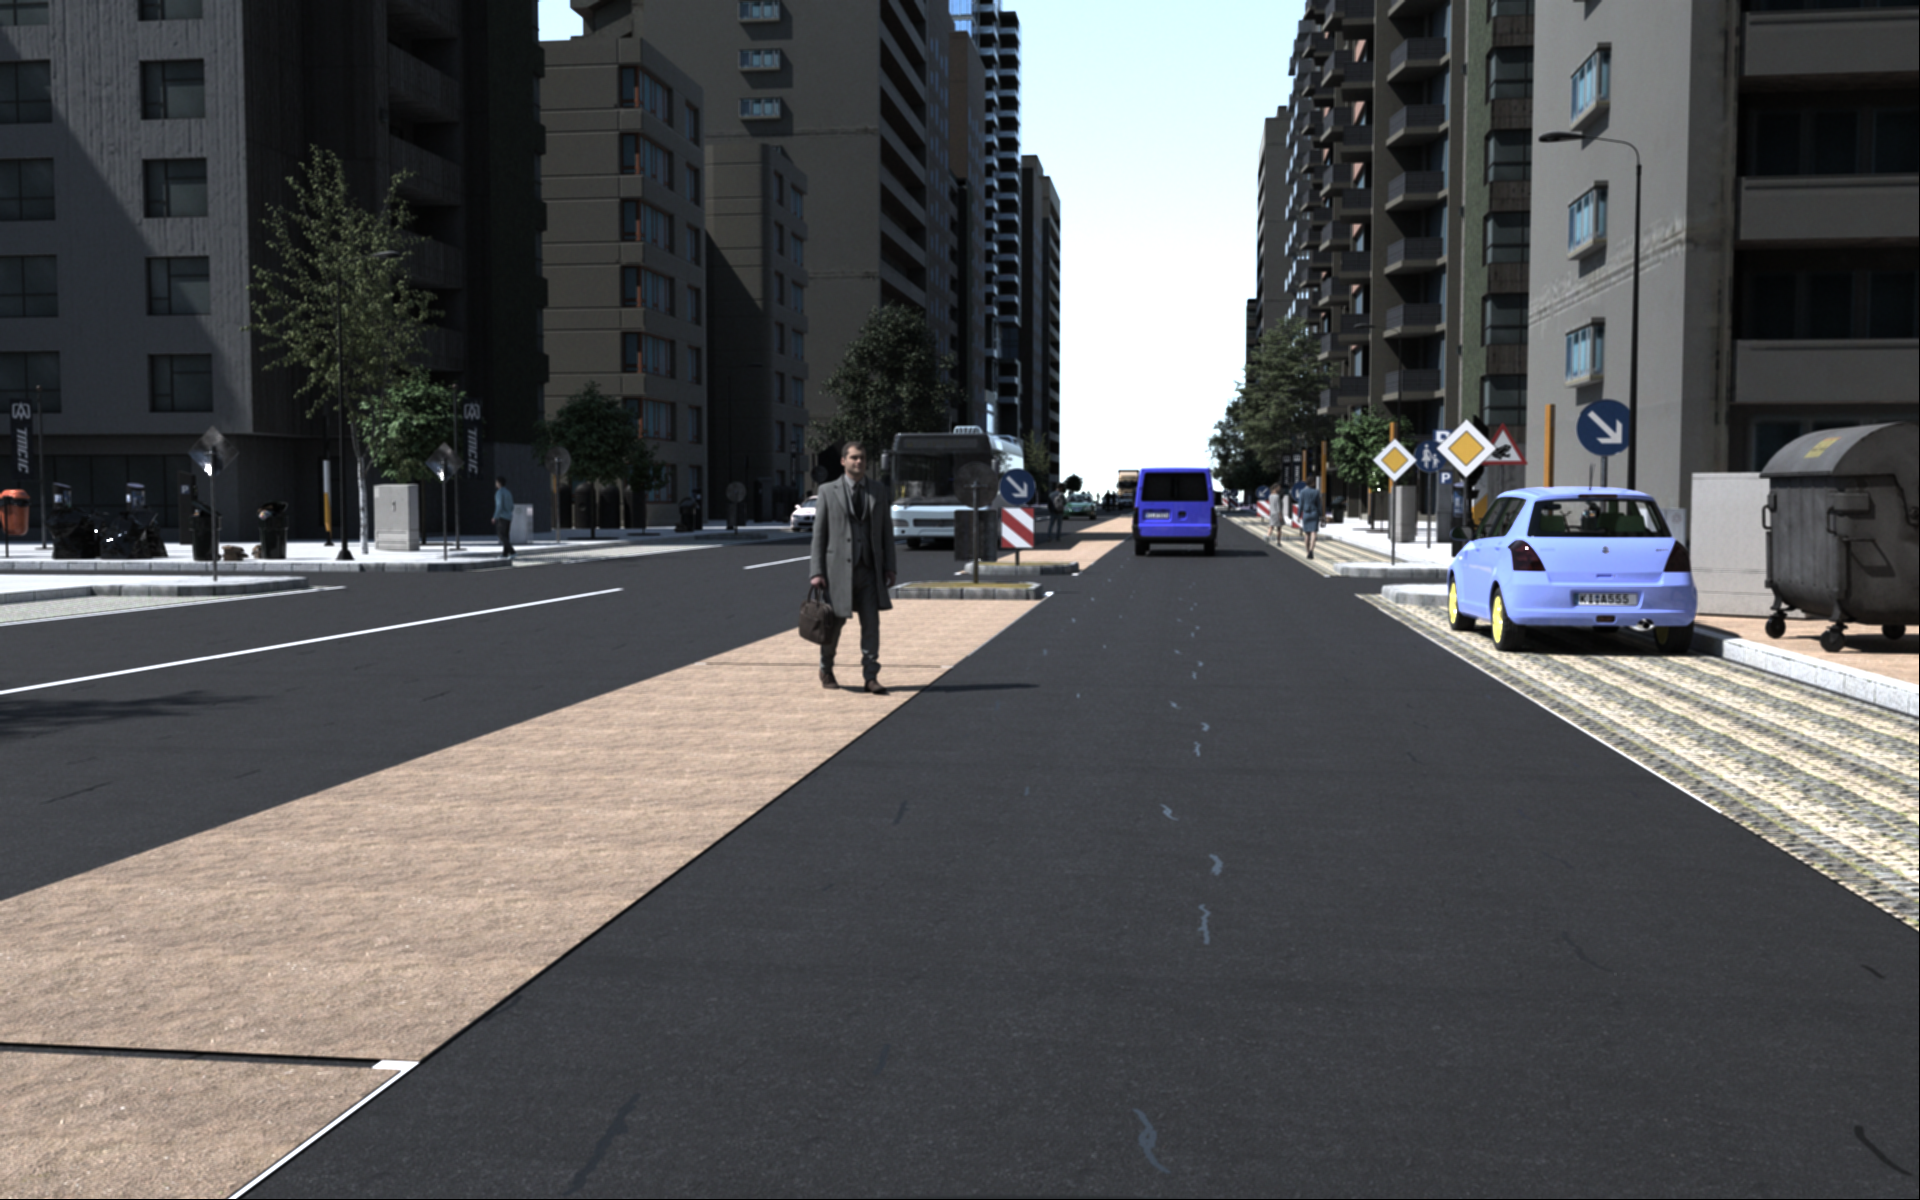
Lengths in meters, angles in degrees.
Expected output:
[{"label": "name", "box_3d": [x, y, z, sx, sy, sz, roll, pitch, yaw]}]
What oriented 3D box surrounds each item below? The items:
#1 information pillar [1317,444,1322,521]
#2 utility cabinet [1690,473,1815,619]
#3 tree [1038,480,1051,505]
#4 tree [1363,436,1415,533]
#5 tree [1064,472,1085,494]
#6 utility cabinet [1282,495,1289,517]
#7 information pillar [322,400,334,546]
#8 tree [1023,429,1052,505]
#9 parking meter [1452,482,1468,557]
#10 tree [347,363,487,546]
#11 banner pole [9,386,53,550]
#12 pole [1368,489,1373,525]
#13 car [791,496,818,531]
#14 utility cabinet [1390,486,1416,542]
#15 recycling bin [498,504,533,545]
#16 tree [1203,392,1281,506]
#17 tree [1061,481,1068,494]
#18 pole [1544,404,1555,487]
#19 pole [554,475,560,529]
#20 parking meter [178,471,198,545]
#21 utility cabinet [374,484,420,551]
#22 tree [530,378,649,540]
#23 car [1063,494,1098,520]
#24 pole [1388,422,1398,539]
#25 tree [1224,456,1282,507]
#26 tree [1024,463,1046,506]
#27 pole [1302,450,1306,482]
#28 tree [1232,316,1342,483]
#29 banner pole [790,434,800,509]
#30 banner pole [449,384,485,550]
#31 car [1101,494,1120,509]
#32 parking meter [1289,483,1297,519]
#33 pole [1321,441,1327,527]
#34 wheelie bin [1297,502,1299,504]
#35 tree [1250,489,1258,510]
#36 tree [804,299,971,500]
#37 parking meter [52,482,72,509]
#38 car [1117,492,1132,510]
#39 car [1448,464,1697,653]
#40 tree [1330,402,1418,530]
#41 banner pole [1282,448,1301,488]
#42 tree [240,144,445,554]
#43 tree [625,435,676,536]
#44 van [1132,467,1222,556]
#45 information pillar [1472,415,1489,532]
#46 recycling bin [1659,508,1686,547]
[{"label": "information pillar", "box_3d": [16.875, -5.497, 81.231, 0.183, 3.616, 0.504, 3, 5, 42]}, {"label": "utility cabinet", "box_3d": [8.254, -0.572, 18.026, 1.173, 1.500, 0.318, 3, 5, 43]}, {"label": "tree", "box_3d": [9.902, -13.109, 208.939, 1.663, 3.219, 1.824, 0, 3, 0]}, {"label": "tree", "box_3d": [13.957, -3.836, 57.328, 1.663, 3.219, 1.824, 0, 3, 0]}, {"label": "tree", "box_3d": [16.805, -16.600, 255.127, 4.285, 4.588, 4.351, 0, 3, 0]}, {"label": "utility cabinet", "box_3d": [18.676, -5.356, 98.726, 0.306, 1.237, 1.020, -1, 4, -8]}, {"label": "information pillar", "box_3d": [-15.642, -3.146, 42.795, 0.183, 3.616, 0.504, -1, 4, -12]}, {"label": "tree", "box_3d": [8.658, -14.994, 195.507, 4.737, 8.622, 4.395, 0, 3, 0]}, {"label": "parking meter", "box_3d": [10.212, -1.642, 35.252, 0.372, 1.533, 0.369, 0, 3, 0]}, {"label": "tree", "box_3d": [-13.599, -3.657, 43.505, 4.285, 4.588, 4.351, 0, 3, 0]}, {"label": "banner pole", "box_3d": [-21.421, -3.053, 39.927, 0.863, 3.779, 0.401, -3, 4, -39]}, {"label": "pole", "box_3d": [17.288, -4.831, 72.836, 0.158, 3.312, 0.155, 0, 3, 0]}, {"label": "car", "box_3d": [-5.270, -3.364, 67.361, 2.083, 1.381, 4.827, 0, 4, 8]}, {"label": "utility cabinet", "box_3d": [11.719, -2.272, 45.822, 0.318, 1.500, 1.173, 2, 4, 32]}, {"label": "recycling bin", "box_3d": [-11.205, -1.904, 43.679, 0.722, 1.027, 0.722, 0, 4, 0]}, {"label": "tree", "box_3d": [31.947, -16.939, 193.958, 9.611, 12.733, 9.660, 0, 3, 0]}, {"label": "tree", "box_3d": [14.181, -14.899, 238.194, 1.663, 3.219, 1.824, 0, 3, 0]}, {"label": "pole", "box_3d": [13.409, -2.789, 39.445, 0.158, 3.312, 0.155, 0, 3, 0]}, {"label": "pole", "box_3d": [-14.777, -4.259, 63.480, 0.158, 3.312, 0.155, 0, 3, 0]}, {"label": "parking meter", "box_3d": [-19.560, -2.335, 43.894, 0.399, 1.863, 0.255, 0, 4, -1]}, {"label": "utility cabinet", "box_3d": [-12.705, -1.856, 39.022, 1.173, 1.500, 0.318, 2, 4, 33]}, {"label": "tree", "box_3d": [-10.361, -4.002, 49.148, 4.285, 4.588, 4.351, 0, 3, 0]}, {"label": "car", "box_3d": [6.682, -5.224, 97.209, 2.131, 1.459, 4.920, 0, 4, 7]}, {"label": "pole", "box_3d": [12.300, -3.387, 49.215, 0.158, 3.312, 0.155, 0, 3, 0]}, {"label": "tree", "box_3d": [23.782, -9.323, 136.146, 4.285, 4.588, 4.351, 0, 3, 0]}, {"label": "tree", "box_3d": [7.291, -11.995, 179.825, 4.285, 4.588, 4.351, 0, 3, 0]}, {"label": "pole", "box_3d": [15.999, -5.302, 80.523, 0.158, 3.312, 0.155, 0, 3, 0]}, {"label": "tree", "box_3d": [20.922, -11.790, 110.898, 7.486, 12.596, 7.792, 0, 3, 0]}, {"label": "banner pole", "box_3d": [-6.843, -5.023, 72.149, 0.401, 3.779, 0.863, 2, 4, 25]}, {"label": "banner pole", "box_3d": [-11.314, -3.039, 39.698, 0.863, 3.779, 0.401, -3, 4, -36]}, {"label": "car", "box_3d": [14.613, -9.464, 166.539, 2.131, 1.459, 4.920, 0, 4, 6]}, {"label": "parking meter", "box_3d": [19.381, -5.809, 100.694, 0.399, 1.863, 0.255, 3, 5, 40]}, {"label": "pole", "box_3d": [13.987, -4.450, 66.600, 0.158, 3.312, 0.155, 0, 3, 0]}, {"label": "wheelie bin", "box_3d": [17.438, -4.887, 87.805, 0.693, 1.594, 0.980, 1, 4, 23]}, {"label": "tree", "box_3d": [24.079, -8.932, 140.632, 1.663, 3.219, 1.824, 0, 3, 0]}, {"label": "tree", "box_3d": [-3.947, -11.305, 101.848, 9.611, 12.733, 9.660, 0, 3, 0]}, {"label": "parking meter", "box_3d": [-19.398, -1.777, 37.458, 0.372, 1.533, 0.369, 0, 3, 0]}, {"label": "car", "box_3d": [15.225, -8.969, 156.431, 2.009, 1.686, 4.222, 1, 4, 9]}, {"label": "car", "box_3d": [5.843, -0.446, 16.890, 1.945, 1.707, 3.694, 0, 4, 6]}, {"label": "tree", "box_3d": [14.735, -4.781, 61.889, 4.285, 4.588, 4.351, 0, 3, 0]}, {"label": "banner pole", "box_3d": [17.935, -6.377, 94.283, 0.863, 3.779, 0.401, 0, 4, -6]}, {"label": "tree", "box_3d": [-12.773, -5.274, 36.588, 4.737, 8.622, 4.395, 0, 3, 0]}, {"label": "tree", "box_3d": [-9.941, -3.625, 53.877, 1.663, 3.219, 1.824, 0, 3, 0]}, {"label": "van", "box_3d": [5.235, -2.297, 41.944, 2.240, 2.365, 5.245, 0, 4, 8]}, {"label": "information pillar", "box_3d": [15.335, -3.655, 51.112, 0.504, 3.616, 0.183, -1, 4, -16]}, {"label": "recycling bin", "box_3d": [12.280, -1.094, 30.448, 0.722, 1.027, 0.722, 0, 4, 4]}]
